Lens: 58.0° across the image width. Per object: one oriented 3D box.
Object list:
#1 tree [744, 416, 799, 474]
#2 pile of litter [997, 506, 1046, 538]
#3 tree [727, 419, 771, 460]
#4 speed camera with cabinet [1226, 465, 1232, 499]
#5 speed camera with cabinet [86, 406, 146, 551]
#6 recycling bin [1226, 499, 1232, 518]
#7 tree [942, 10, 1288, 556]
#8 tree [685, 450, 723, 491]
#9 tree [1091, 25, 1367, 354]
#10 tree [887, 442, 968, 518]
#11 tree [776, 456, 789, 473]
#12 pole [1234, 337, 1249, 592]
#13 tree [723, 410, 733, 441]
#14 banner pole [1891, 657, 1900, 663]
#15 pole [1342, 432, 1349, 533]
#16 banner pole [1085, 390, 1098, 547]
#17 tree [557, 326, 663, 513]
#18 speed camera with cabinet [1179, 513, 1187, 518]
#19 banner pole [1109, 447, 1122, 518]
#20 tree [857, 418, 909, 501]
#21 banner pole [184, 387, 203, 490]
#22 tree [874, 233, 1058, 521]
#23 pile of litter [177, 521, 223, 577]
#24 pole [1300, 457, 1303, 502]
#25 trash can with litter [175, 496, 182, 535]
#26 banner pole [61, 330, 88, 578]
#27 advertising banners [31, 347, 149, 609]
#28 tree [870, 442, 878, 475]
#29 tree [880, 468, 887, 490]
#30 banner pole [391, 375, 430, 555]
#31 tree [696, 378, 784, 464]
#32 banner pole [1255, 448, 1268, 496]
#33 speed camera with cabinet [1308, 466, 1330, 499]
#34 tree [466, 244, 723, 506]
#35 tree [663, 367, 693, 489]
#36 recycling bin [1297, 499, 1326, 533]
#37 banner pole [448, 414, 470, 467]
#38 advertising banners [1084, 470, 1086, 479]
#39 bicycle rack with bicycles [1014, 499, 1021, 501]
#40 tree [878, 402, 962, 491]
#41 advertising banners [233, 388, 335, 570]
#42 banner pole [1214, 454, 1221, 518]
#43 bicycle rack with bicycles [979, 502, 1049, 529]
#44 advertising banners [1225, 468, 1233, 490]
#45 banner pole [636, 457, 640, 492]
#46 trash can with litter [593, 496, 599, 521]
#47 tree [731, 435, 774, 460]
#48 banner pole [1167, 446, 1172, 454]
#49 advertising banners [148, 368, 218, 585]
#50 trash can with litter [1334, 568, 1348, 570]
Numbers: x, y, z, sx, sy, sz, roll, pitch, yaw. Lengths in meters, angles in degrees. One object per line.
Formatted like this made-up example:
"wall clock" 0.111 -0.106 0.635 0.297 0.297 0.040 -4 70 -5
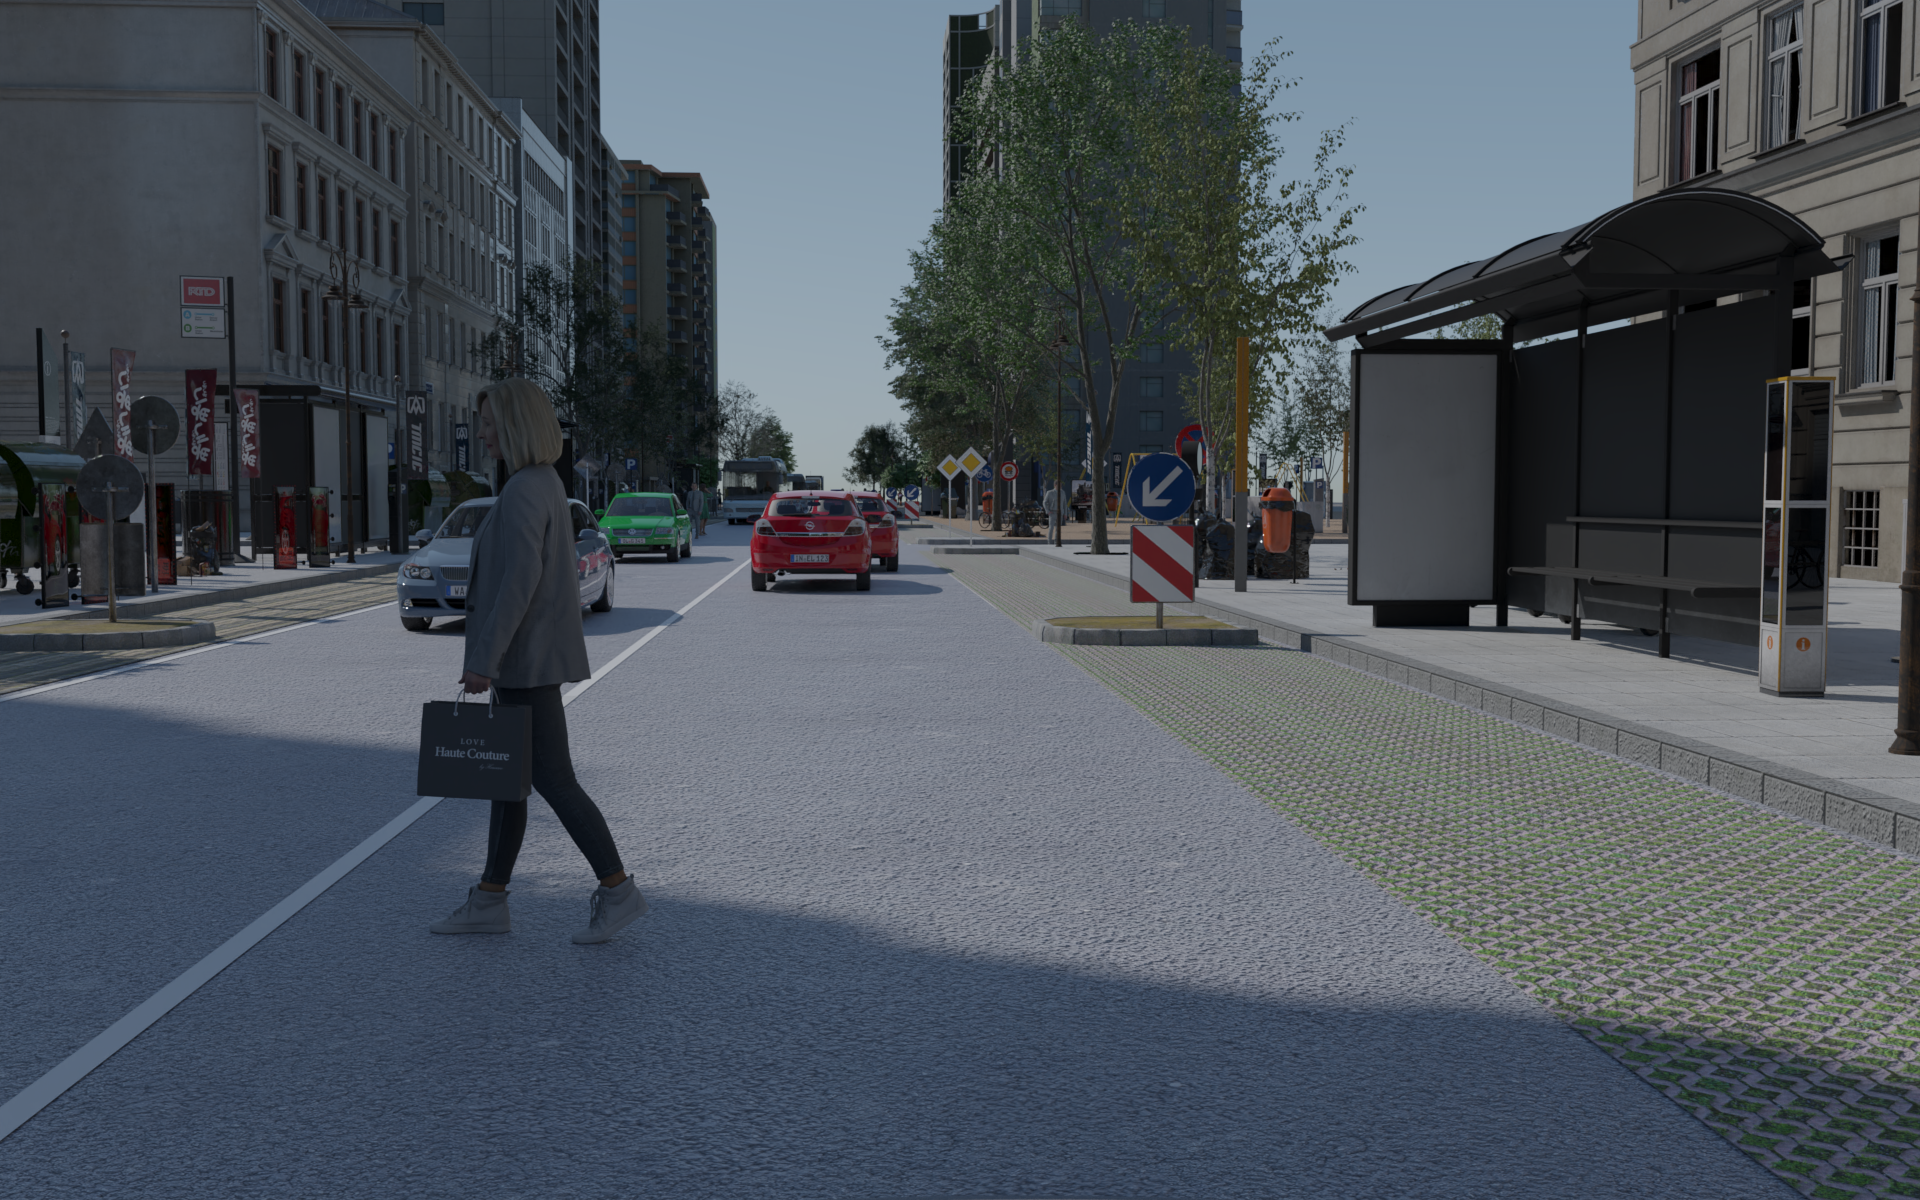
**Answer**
"tree" -27.549 -20.303 250.087 7.486 12.596 7.792 0 3 0
"pile of litter" 1.860 -2.307 51.682 1.176 0.858 1.719 -2 4 -31
"tree" -21.064 -13.492 170.959 4.360 8.622 3.978 0 3 0
"speed camera with cabinet" 16.934 -6.866 106.592 0.660 3.252 2.038 -1 4 -9
"speed camera with cabinet" -18.919 -2.732 38.997 2.038 3.252 0.660 1 4 9
"recycling bin" 14.428 -4.830 91.531 0.722 1.027 0.722 2 4 31
"tree" 3.048 -6.775 36.524 9.928 11.665 9.643 0 3 0
"tree" -19.233 -8.920 129.561 4.285 4.588 4.351 0 3 0
"tree" 4.325 -4.753 28.071 4.737 8.622 4.395 0 3 0
"tree" -0.841 -6.823 95.278 4.285 4.588 4.351 0 3 0
"tree" -28.604 -19.428 268.007 4.737 8.622 4.395 0 3 0
"pole" 3.685 -1.762 22.648 0.158 3.312 0.155 0 3 0
"tree" -17.986 -10.663 108.751 8.767 10.594 7.601 1 4 11
"banner pole" 7.167 -1.398 12.874 0.401 3.779 0.863 3 4 37
"pole" 12.637 -3.849 56.772 0.158 3.312 0.155 0 3 0
"banner pole" 3.181 -3.177 41.962 0.401 3.779 0.863 -1 4 -15
"tree" -15.688 -7.701 76.270 4.360 8.622 3.978 0 3 0
"speed camera with cabinet" 11.393 -6.039 93.075 2.038 3.252 0.660 -3 4 -38
"banner pole" 8.134 -6.196 91.326 0.863 3.779 0.401 1 4 15
"tree" -8.993 -16.983 212.092 7.601 10.594 8.767 -2 4 -30
"banner pole" -15.710 -2.787 35.580 0.863 3.779 0.401 3 5 41
"tree" 0.584 -10.805 83.319 9.857 13.997 8.962 0 3 0
"pile of litter" -12.243 -0.822 27.401 1.176 0.858 1.719 -1 4 -10
"pole" 18.986 -6.266 96.294 0.158 3.312 0.155 0 3 0
"trash can with litter" -25.346 -2.715 55.441 2.233 1.210 1.678 1 4 21
"banner pole" -13.656 -2.247 26.754 0.401 3.779 0.863 0 4 -3
"advertising banners" -10.147 -1.468 20.188 0.090 3.025 2.074 0 4 5
"tree" -10.022 -16.663 222.798 4.737 8.622 4.395 0 3 0
"tree" -3.570 -9.639 141.305 4.285 4.588 4.351 0 3 0
"banner pole" -11.686 -2.861 36.799 0.863 3.779 0.401 -3 4 -36
"tree" -23.469 -16.709 183.559 12.009 13.543 11.850 0 3 0
"banner pole" 16.231 -6.340 93.674 0.863 3.779 0.401 -1 4 -15
"speed camera with cabinet" 26.004 -8.041 125.804 2.038 3.252 0.660 1 4 9
"tree" -13.869 -7.935 64.157 8.767 10.594 7.601 -1 4 -17
"tree" -15.918 -8.649 91.777 4.360 8.622 3.978 0 3 0
"recycling bin" 11.571 -2.740 57.355 0.722 1.027 0.722 -1 4 -10
"banner pole" -15.660 -3.916 54.039 0.863 3.779 0.401 1 4 15
"advertising banners" 9.780 -7.766 123.166 2.074 3.025 0.090 2 4 28
"bicycle rack with bicycles" 2.968 -6.415 118.268 2.852 0.926 2.925 -2 4 -34
"tree" -2.731 -10.749 126.110 4.737 8.622 4.395 0 3 0
"advertising banners" -11.498 -2.037 29.499 0.090 3.025 2.074 2 4 26
"banner pole" 13.397 -6.151 90.591 0.863 3.779 0.401 0 4 3
"bicycle rack with bicycles" 2.475 -3.131 64.581 2.852 0.926 2.925 -3 5 -40
"advertising banners" 17.440 -7.394 117.072 2.074 3.025 0.090 2 4 31
"banner pole" -21.814 -7.747 116.683 0.863 3.779 0.401 -2 4 -31
"trash can with litter" -14.455 -3.498 68.242 1.678 1.210 2.233 -1 4 -11
"tree" -24.114 -15.140 197.895 4.737 8.622 4.395 0 3 0
"banner pole" 10.910 -6.134 90.313 0.401 3.779 0.863 -1 4 -15
"advertising banners" -11.304 -1.725 24.394 2.074 3.025 0.090 1 4 16
"trash can with litter" 7.543 -1.119 29.352 2.233 1.210 1.678 1 4 18
